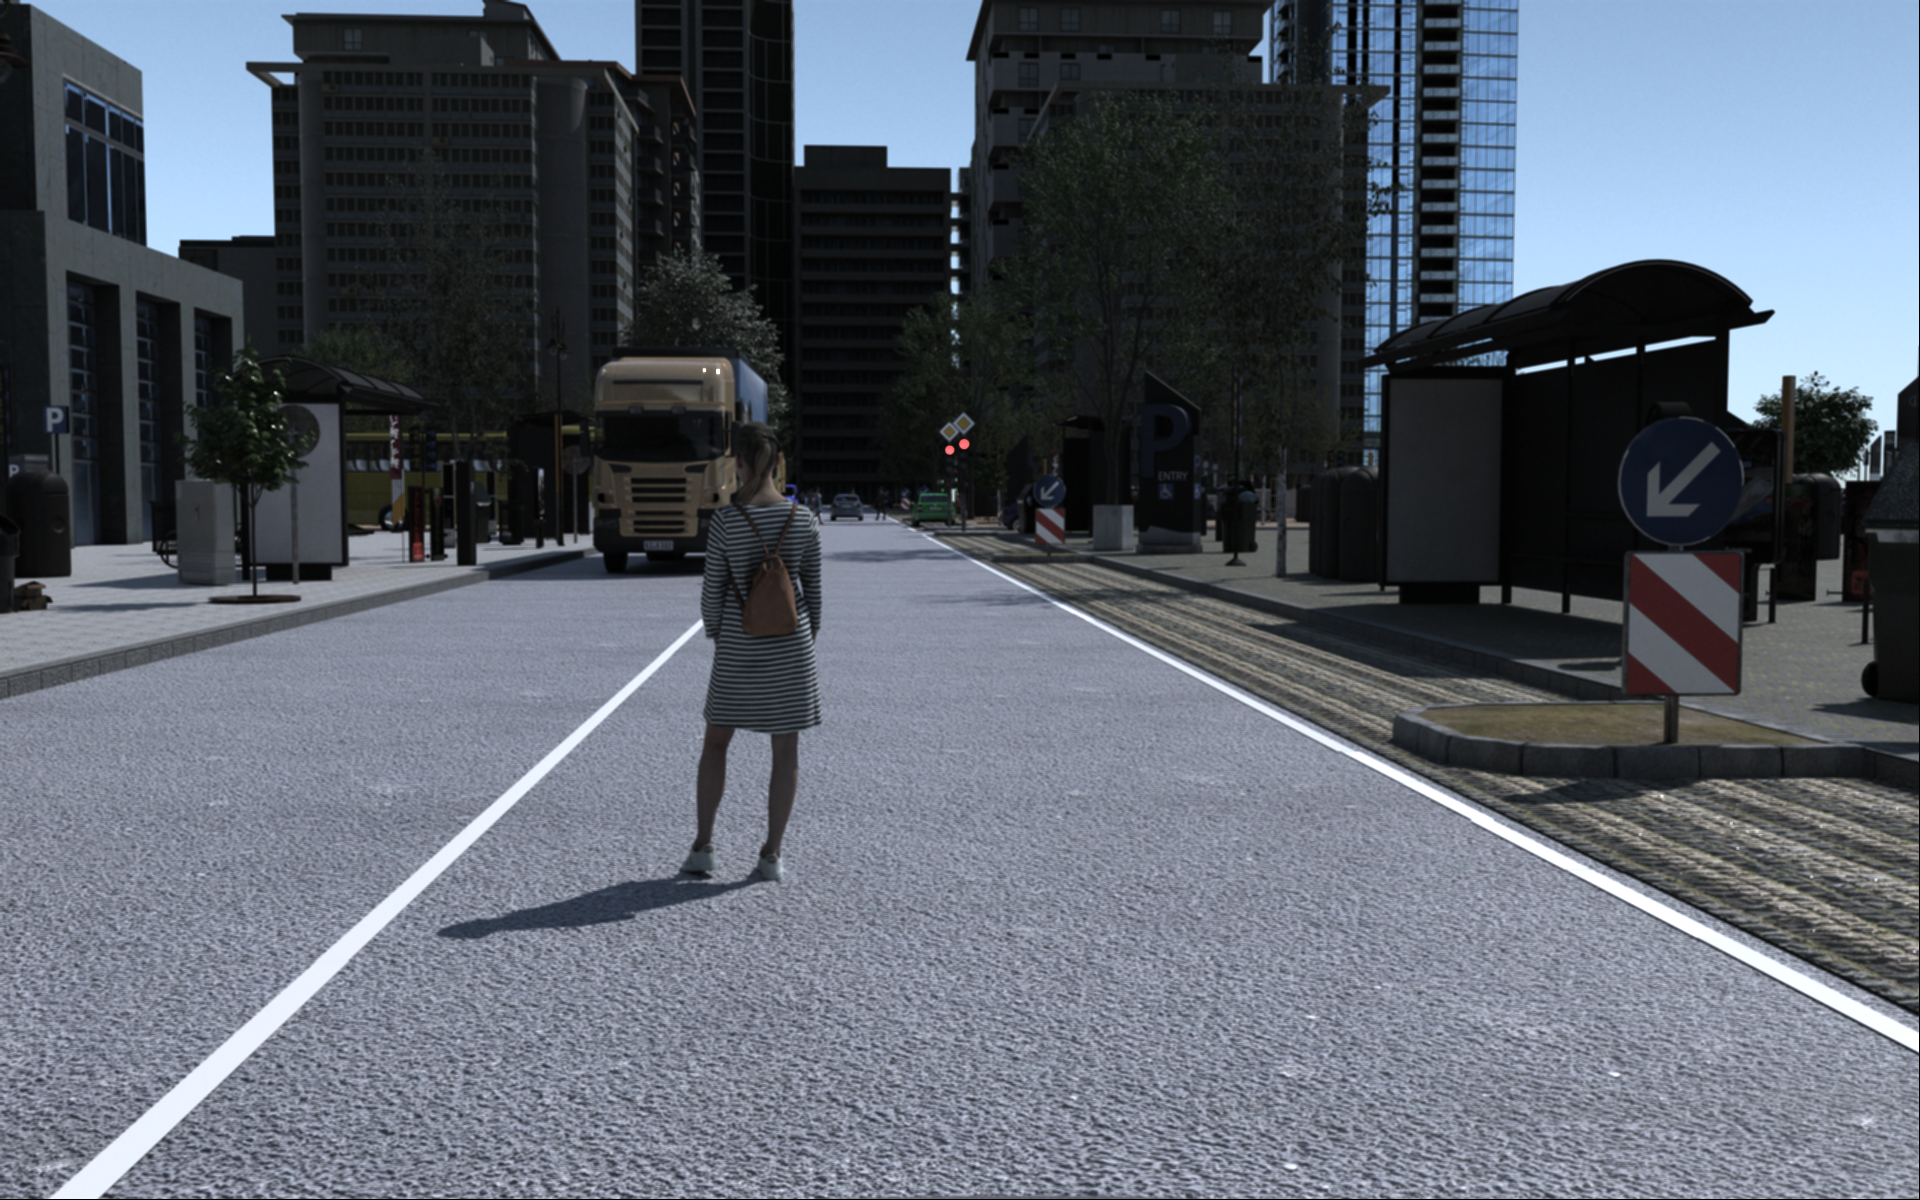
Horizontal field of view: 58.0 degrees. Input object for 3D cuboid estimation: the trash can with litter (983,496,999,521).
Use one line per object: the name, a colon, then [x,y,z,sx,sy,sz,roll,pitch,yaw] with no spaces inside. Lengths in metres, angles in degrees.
trash can with litter: [1.996,-4.498,84.599,2.233,1.210,1.678,0,4,-6]

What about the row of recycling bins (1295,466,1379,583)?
row of recycling bins: [6.024,-1.199,26.711,1.069,1.692,3.534,0,4,2]

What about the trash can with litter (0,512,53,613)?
trash can with litter: [-10.454,-0.457,18.857,0.624,1.170,1.055,0,4,7]

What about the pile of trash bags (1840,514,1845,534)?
pile of trash bags: [28.905,-2.790,55.369,3.447,1.369,1.912,1,4,14]

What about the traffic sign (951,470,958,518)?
traffic sign: [-0.245,-5.706,93.393,0.768,2.556,0.104,0,4,3]

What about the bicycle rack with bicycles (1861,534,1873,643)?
bicycle rack with bicycles: [8.817,-0.081,14.707,2.925,0.926,2.852,-2,4,-34]

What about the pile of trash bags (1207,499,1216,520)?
pile of trash bags: [10.805,-4.611,85.148,3.447,1.369,1.912,-1,4,-10]

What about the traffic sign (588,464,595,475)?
traffic sign: [-10.191,-3.025,49.468,0.884,2.594,0.081,0,4,6]

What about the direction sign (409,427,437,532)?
direction sign: [-18.068,-4.057,58.321,0.876,3.537,0.379,-2,4,-28]

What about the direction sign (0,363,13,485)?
direction sign: [-16.665,-2.341,30.274,0.379,3.537,0.876,-3,5,-40]

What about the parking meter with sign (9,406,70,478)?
parking meter with sign: [-18.066,-2.278,33.506,0.543,3.016,1.738,1,4,14]

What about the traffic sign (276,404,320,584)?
traffic sign: [-9.476,-1.500,24.638,0.768,2.556,0.104,0,4,2]

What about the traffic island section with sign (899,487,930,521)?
traffic island section with sign: [-2.053,-5.092,91.884,1.989,1.847,2.006,0,4,-4]

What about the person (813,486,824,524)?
person: [-6.816,-4.511,82.347,0.778,1.811,0.616,2,4,26]

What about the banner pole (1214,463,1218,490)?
banner pole: [17.853,-8.080,122.126,0.863,3.779,0.401,-1,4,-22]

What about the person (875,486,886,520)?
person: [-4.359,-5.302,94.966,0.659,1.850,0.755,-3,4,-39]

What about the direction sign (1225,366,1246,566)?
direction sign: [4.949,-2.384,30.981,0.379,3.537,0.876,1,4,20]

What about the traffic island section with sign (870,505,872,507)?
traffic island section with sign: [-9.156,-11.491,196.509,1.989,1.847,2.006,0,4,-4]

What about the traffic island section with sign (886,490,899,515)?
traffic island section with sign: [-3.877,-6.737,118.778,1.989,1.847,2.006,0,4,-4]

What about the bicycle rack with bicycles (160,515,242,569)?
bicycle rack with bicycles: [-13.012,-1.093,31.249,2.925,0.926,2.852,-2,4,-32]

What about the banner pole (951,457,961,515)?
banner pole: [-0.169,-6.977,104.096,0.863,3.779,0.401,1,4,19]

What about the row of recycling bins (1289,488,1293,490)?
row of recycling bins: [16.266,-4.440,79.707,1.069,1.692,3.534,0,4,-5]

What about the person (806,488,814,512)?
person: [-10.439,-6.844,120.197,0.655,1.846,0.447,-1,4,-12]

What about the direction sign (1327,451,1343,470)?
direction sign: [19.667,-6.045,90.826,0.876,3.537,0.379,-1,4,-12]

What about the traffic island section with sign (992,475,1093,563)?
traffic island section with sign: [1.693,-1.705,36.507,1.989,1.847,2.006,0,4,-4]

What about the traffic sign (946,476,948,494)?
traffic sign: [-0.925,-7.402,121.021,0.884,2.594,0.081,0,4,-1]

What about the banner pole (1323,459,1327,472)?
banner pole: [23.396,-7.335,109.947,0.863,3.779,0.401,-2,4,-25]

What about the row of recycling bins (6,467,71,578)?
row of recycling bins: [-15.265,-1.150,25.908,3.534,1.692,1.069,-3,5,-41]

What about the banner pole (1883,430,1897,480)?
banner pole: [32.301,-4.280,59.993,0.401,3.779,0.863,-1,4,-19]

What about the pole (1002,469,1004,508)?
pole: [3.512,-9.066,142.067,0.158,3.312,0.155,0,3,0]

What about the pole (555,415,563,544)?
pole: [-10.303,-3.099,44.512,0.158,3.312,0.155,0,3,0]

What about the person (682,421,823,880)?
person: [-0.751,0.185,6.478,0.512,1.701,0.522,-2,4,-23]

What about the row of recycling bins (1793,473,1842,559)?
row of recycling bins: [17.177,-1.748,35.690,1.069,1.692,3.534,0,4,7]

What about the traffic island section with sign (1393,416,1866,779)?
traffic island section with sign: [3.525,-0.060,9.614,1.989,1.847,2.006,0,4,-4]

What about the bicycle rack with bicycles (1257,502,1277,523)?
bicycle rack with bicycles: [12.985,-3.930,77.642,2.925,0.926,2.852,-1,4,-14]

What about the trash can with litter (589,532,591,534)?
trash can with litter: [-11.837,-2.758,56.144,1.678,1.210,2.233,1,4,21]

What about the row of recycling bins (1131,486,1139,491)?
row of recycling bins: [8.856,-5.107,90.612,1.069,1.692,3.534,-1,4,-15]

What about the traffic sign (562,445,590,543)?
traffic sign: [-10.050,-2.758,45.207,0.768,2.556,0.104,0,4,-1]

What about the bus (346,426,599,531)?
bus: [-17.268,-4.338,62.468,12.252,3.916,2.896,0,4,-5]

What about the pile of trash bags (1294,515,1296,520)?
pile of trash bags: [18.365,-4.691,86.442,3.447,1.369,1.912,2,4,34]

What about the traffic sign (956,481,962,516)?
traffic sign: [-0.225,-6.300,103.109,0.768,2.556,0.104,0,4,1]

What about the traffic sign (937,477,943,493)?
traffic sign: [-1.304,-7.372,120.636,0.768,2.556,0.104,0,4,4]

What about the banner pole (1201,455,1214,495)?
banner pole: [15.707,-7.439,111.641,0.863,3.779,0.401,-2,4,-29]

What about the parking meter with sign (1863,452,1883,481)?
parking meter with sign: [38.459,-4.623,71.846,1.738,3.016,0.543,1,4,15]

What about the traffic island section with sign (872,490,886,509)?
traffic island section with sign: [-7.319,-9.846,169.616,1.989,1.847,2.006,0,4,-4]

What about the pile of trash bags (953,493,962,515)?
pile of trash bags: [0.346,-6.012,108.053,1.912,1.369,3.447,1,4,10]

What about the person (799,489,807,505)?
person: [-13.327,-8.475,147.044,1.348,1.826,0.705,3,4,36]

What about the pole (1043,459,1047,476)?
pole: [4.850,-6.449,99.290,0.158,3.312,0.155,0,3,0]

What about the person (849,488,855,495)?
person: [-7.330,-6.734,118.560,0.622,1.834,0.822,2,4,27]

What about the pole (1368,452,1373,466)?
pole: [19.986,-5.538,84.383,0.158,3.312,0.155,0,3,0]

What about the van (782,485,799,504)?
van: [-11.337,-6.483,110.386,2.240,2.365,5.245,0,4,-3]

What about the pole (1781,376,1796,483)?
pole: [14.290,-2.208,29.946,0.158,3.312,0.155,0,3,0]

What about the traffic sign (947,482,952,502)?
traffic sign: [-0.571,-7.226,118.155,0.884,2.594,0.081,0,4,-1]
